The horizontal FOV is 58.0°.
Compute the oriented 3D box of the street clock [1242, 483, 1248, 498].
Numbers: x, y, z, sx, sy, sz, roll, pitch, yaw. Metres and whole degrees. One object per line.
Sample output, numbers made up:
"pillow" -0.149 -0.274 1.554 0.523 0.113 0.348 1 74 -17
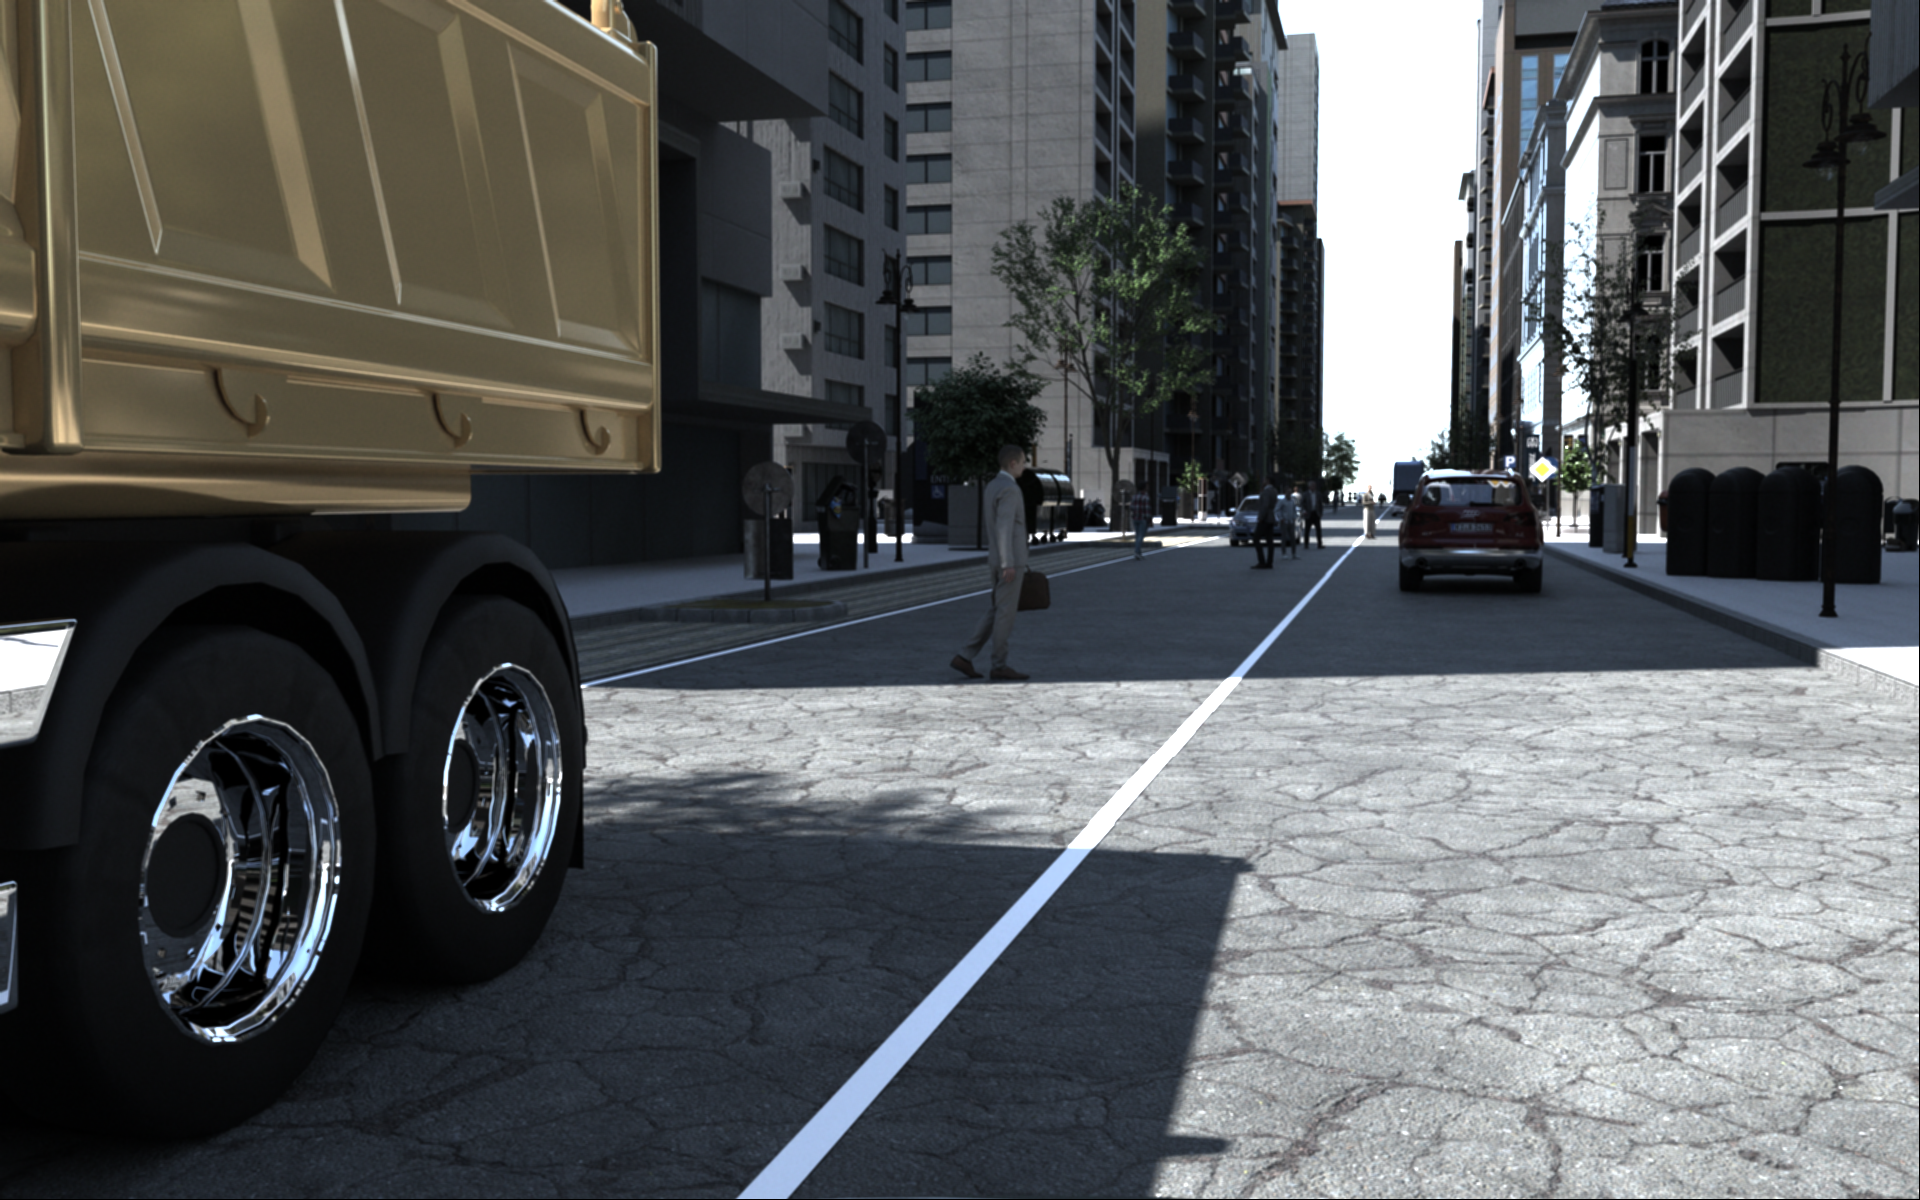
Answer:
"street clock" 18.493 -6.591 112.330 0.358 2.002 0.471 3 4 37

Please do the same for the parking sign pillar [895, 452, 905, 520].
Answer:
"parking sign pillar" -2.437 -5.881 84.632 1.447 3.967 1.447 3 5 43

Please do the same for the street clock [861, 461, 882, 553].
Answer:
"street clock" -1.923 -2.022 37.629 0.358 2.002 0.471 2 4 33

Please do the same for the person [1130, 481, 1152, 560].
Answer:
"person" 3.944 -1.750 37.947 0.643 1.720 0.563 -3 4 -36

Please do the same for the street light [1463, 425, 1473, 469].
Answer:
"street light" 33.975 -8.726 115.453 0.468 5.910 1.993 1 4 14

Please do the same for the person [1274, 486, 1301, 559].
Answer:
"person" 7.232 -1.710 38.268 0.589 1.601 0.330 -1 4 -13

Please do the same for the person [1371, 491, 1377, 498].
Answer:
"person" 49.162 -12.144 207.019 1.348 1.831 0.705 1 4 13

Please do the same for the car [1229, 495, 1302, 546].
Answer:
"car" 8.686 -2.265 49.038 2.014 1.417 4.499 1 4 15

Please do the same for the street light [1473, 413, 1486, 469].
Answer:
"street light" 29.693 -7.707 98.804 0.468 5.910 1.993 1 4 14

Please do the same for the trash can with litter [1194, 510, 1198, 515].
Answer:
"trash can with litter" 14.285 -5.852 107.068 1.055 1.170 0.624 -2 4 -25

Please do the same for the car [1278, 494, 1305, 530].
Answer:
"car" 12.579 -3.565 68.069 2.009 1.686 4.222 1 4 13

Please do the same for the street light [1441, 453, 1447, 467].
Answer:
"street light" 48.669 -12.259 173.229 0.468 5.910 1.993 1 4 14

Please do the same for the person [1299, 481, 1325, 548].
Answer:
"person" 9.262 -2.232 45.389 0.661 1.777 0.834 -1 4 -16

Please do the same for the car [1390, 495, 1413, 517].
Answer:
"car" 28.835 -6.080 111.776 2.083 1.381 4.827 1 4 13

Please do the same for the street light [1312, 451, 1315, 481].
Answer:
"street light" 37.965 -13.049 186.136 0.468 5.910 1.993 1 4 14

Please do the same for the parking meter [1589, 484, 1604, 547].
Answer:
"parking meter" 15.408 -2.044 41.831 0.372 1.533 0.369 0 3 0

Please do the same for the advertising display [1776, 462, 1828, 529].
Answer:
"advertising display" 16.937 -1.814 34.870 0.974 1.923 0.123 2 4 26

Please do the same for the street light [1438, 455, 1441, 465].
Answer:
"street light" 52.935 -13.278 189.879 0.468 5.910 1.993 1 4 14

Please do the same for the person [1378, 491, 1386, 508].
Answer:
"person" 43.180 -10.270 177.199 0.721 1.735 1.217 -2 4 -30

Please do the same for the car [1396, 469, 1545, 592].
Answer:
"car" 7.930 -1.117 26.944 2.281 1.827 5.304 1 4 16

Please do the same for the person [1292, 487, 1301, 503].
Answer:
"person" 15.187 -4.224 78.138 0.480 1.755 0.524 0 4 0

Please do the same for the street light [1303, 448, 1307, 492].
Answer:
"street light" 33.795 -12.053 169.856 0.468 5.910 1.993 1 4 14

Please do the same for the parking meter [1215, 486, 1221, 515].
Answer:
"parking meter" 15.918 -6.191 106.926 0.399 1.863 0.255 0 4 6

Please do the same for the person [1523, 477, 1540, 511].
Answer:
"person" 11.051 -1.512 33.770 0.519 1.759 0.362 2 4 31

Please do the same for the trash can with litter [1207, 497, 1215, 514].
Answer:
"trash can with litter" 15.975 -6.018 109.780 0.624 1.170 1.055 -3 5 -43

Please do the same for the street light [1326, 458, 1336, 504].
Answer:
"street light" 50.161 -15.982 234.098 0.468 5.910 1.993 1 4 14

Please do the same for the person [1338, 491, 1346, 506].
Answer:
"person" 44.072 -11.684 199.613 1.350 1.814 0.705 -3 4 -39

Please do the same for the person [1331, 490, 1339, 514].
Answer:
"person" 27.206 -7.123 125.548 0.593 1.750 0.643 2 4 26

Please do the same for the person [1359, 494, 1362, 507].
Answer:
"person" 44.287 -10.971 191.095 0.599 1.433 0.991 0 4 5

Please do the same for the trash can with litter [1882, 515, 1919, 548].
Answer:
"trash can with litter" 22.811 -1.862 41.508 2.233 1.210 1.678 -1 4 -9

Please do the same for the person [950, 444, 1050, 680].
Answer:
"person" 0.361 -0.292 13.387 0.853 1.813 0.709 -1 4 -17

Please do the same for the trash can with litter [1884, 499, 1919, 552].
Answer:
"trash can with litter" 21.073 -1.665 38.611 1.055 1.170 0.624 -3 5 -42

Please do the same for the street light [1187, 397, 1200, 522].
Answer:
"street light" 10.659 -6.505 79.149 0.468 5.910 1.993 1 4 14

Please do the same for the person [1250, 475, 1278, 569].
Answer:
"person" 5.870 -1.510 33.378 0.592 1.802 0.473 -3 5 -44

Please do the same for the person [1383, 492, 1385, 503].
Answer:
"person" 67.784 -16.399 276.556 0.705 1.831 1.348 1 4 15

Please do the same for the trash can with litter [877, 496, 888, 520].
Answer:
"trash can with litter" -4.059 -4.589 86.424 1.055 1.170 0.624 2 4 26

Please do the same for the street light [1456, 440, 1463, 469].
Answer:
"street light" 38.201 -9.718 131.675 0.468 5.910 1.993 1 4 14

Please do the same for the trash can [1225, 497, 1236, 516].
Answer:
"trash can" 15.643 -5.415 100.187 0.748 1.137 0.748 0 3 0

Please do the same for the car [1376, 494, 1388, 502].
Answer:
"car" 73.756 -17.880 302.563 2.015 1.641 3.980 1 4 13

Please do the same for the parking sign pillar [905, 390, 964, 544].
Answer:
"parking sign pillar" -0.559 -3.447 44.828 1.447 3.967 1.447 0 4 5

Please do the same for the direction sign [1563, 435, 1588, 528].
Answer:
"direction sign" 23.471 -4.533 66.115 0.876 3.537 0.379 1 4 14

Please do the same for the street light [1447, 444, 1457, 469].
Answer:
"street light" 44.650 -11.269 157.028 0.468 5.910 1.993 1 4 14

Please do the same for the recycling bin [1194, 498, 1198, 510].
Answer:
"recycling bin" 14.752 -6.000 110.652 0.722 1.027 0.722 -1 4 -20

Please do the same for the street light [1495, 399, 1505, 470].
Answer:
"street light" 25.597 -6.697 82.278 0.468 5.910 1.993 1 4 14

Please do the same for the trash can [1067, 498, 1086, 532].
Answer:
"trash can" 3.863 -2.853 58.307 0.748 1.137 0.748 0 3 0

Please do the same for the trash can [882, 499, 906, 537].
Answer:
"trash can" -1.958 -2.450 51.712 0.748 1.137 0.748 0 3 0

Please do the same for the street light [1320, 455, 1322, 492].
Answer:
"street light" 42.210 -14.050 202.501 0.468 5.910 1.993 1 4 14

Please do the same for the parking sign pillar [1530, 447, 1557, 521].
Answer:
"parking sign pillar" 27.261 -5.712 81.858 1.447 3.967 1.447 -3 5 -41

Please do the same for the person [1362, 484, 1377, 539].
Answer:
"person" 13.105 -2.832 55.348 0.519 1.759 0.362 -3 4 -36
